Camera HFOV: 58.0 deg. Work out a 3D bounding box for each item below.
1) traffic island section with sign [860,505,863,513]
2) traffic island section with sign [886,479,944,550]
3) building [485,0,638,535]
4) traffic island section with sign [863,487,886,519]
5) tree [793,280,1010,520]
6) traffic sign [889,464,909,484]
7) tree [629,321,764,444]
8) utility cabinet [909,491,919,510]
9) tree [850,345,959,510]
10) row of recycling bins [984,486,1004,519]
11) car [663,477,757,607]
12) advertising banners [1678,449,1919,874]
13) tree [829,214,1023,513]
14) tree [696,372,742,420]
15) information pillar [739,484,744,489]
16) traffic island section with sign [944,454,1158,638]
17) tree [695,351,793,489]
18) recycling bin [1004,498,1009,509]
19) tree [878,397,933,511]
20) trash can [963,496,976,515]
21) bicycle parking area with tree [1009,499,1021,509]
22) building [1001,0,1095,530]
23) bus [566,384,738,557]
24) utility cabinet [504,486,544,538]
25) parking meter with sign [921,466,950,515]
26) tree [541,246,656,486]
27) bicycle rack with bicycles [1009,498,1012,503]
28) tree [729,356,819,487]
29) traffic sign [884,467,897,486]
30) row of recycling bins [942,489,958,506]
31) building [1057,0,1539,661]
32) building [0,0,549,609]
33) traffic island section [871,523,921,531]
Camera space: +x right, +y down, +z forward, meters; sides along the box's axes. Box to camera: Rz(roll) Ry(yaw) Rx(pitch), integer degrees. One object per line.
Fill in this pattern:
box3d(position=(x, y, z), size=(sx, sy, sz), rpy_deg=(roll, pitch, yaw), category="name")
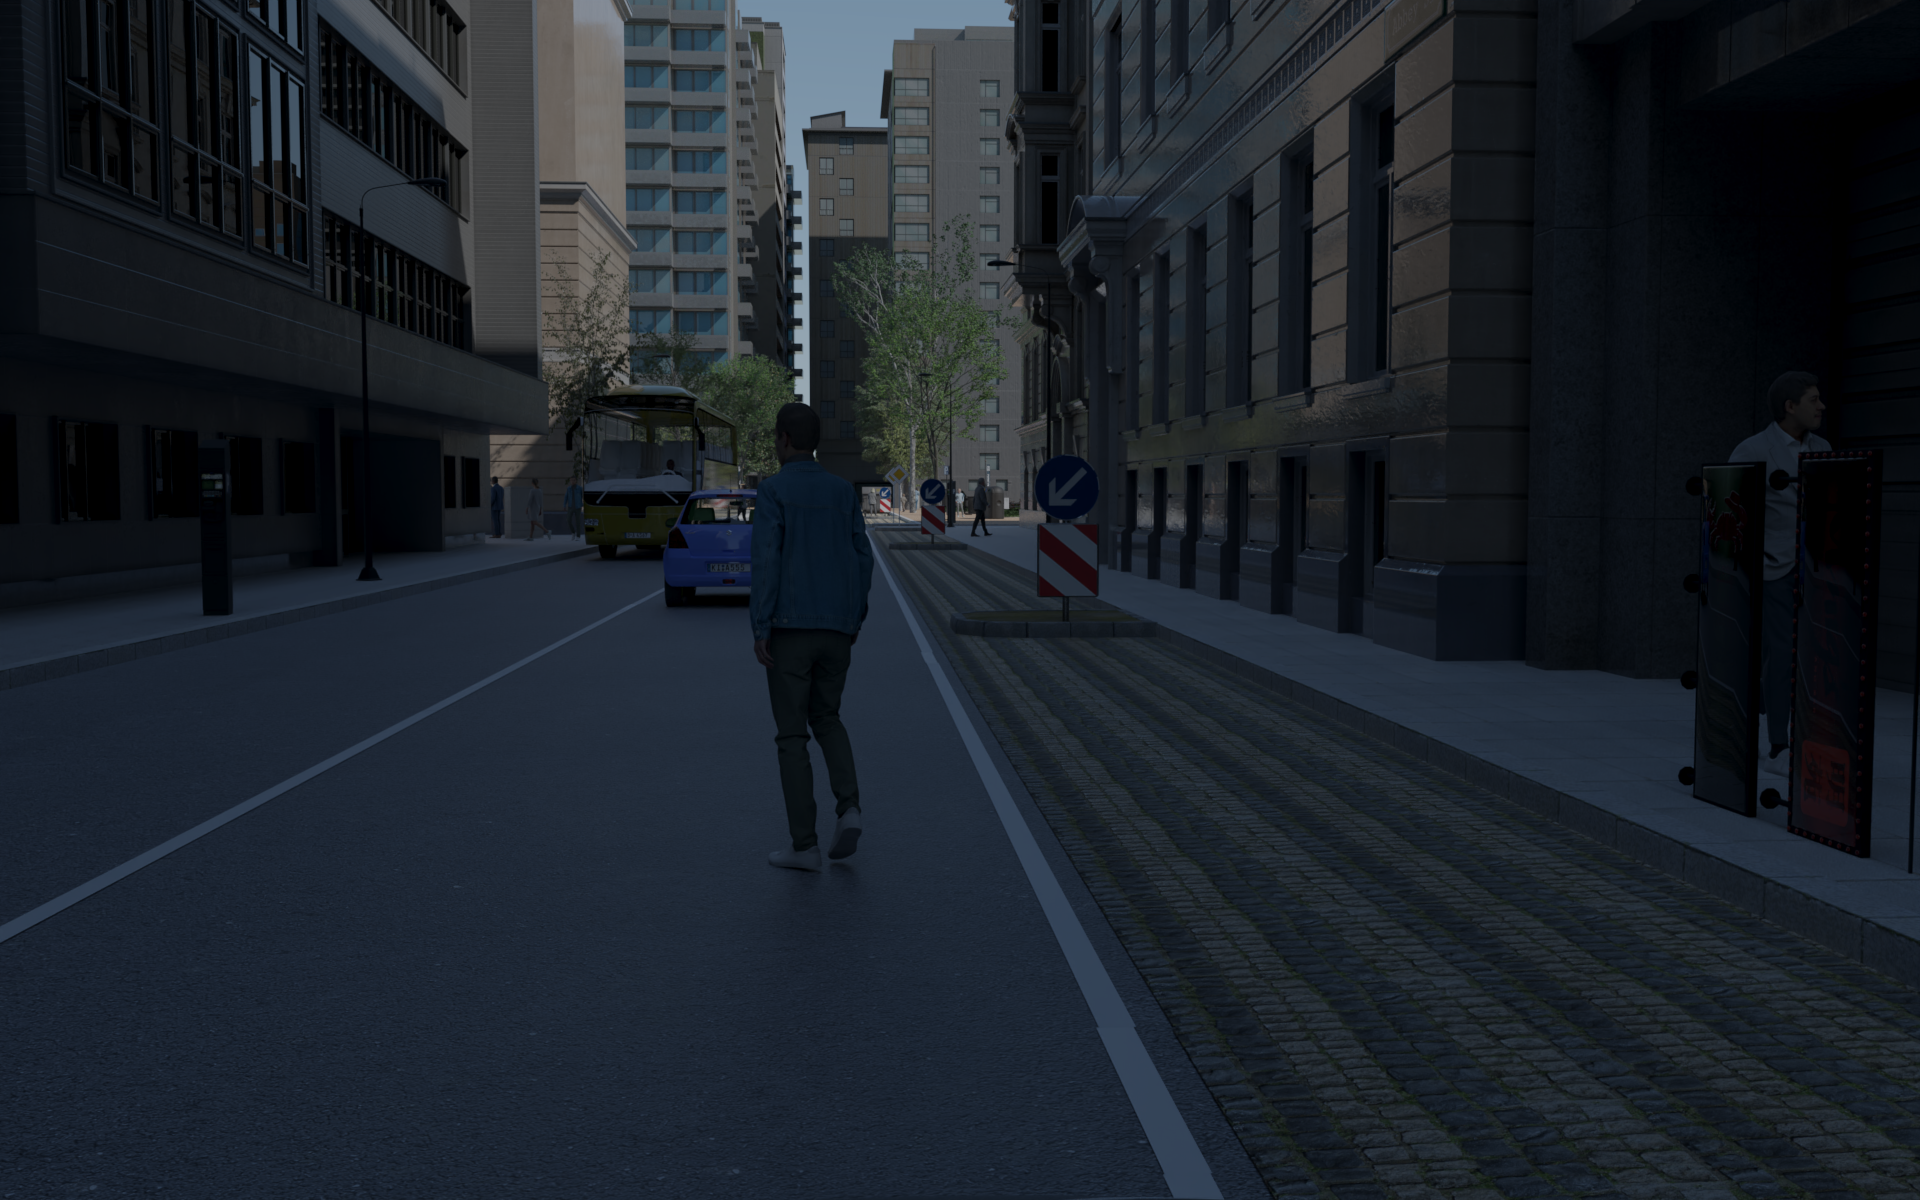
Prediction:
box3d(position=(-6.207, -7.230, 126.839), size=(1.989, 1.847, 2.006), rpy_deg=(0, 4, -4), category="traffic island section with sign")
box3d(position=(-0.849, -2.224, 44.993), size=(1.989, 1.847, 2.006), rpy_deg=(0, 4, -4), category="traffic island section with sign")
box3d(position=(-21.951, -16.734, 59.502), size=(20.117, 28.700, 13.634), rpy_deg=(0, 4, -4), category="building")
box3d(position=(-4.446, -5.585, 99.941), size=(1.989, 1.847, 2.006), rpy_deg=(0, 4, -4), category="traffic island section with sign")
box3d(position=(-1.321, -9.766, 85.432), size=(9.928, 11.665, 9.643), rpy_deg=(0, 3, 0), category="tree")
box3d(position=(-2.343, -3.985, 67.342), size=(0.795, 2.593, 0.064), rpy_deg=(0, 4, -4), category="traffic sign")
box3d(position=(-14.608, -9.684, 92.750), size=(8.767, 10.594, 7.601), rpy_deg=(-2, 4, -29), category="tree")
box3d(position=(-3.782, -8.138, 141.727), size=(0.318, 1.500, 1.173), rpy_deg=(-3, 4, -36), category="utility cabinet")
box3d(position=(-4.262, -14.222, 139.186), size=(9.857, 13.997, 8.962), rpy_deg=(0, 3, 0), category="tree")
box3d(position=(1.708, -5.080, 90.163), size=(1.069, 1.692, 3.534), rpy_deg=(0, 4, -7), category="row of recycling bins")
box3d(position=(-3.031, -0.844, 23.383), size=(1.945, 1.707, 3.694), rpy_deg=(0, 4, -5), category="car")
box3d(position=(3.174, -0.617, 6.276), size=(0.090, 3.025, 2.074), rpy_deg=(0, 4, -4), category="advertising banners")
box3d(position=(-1.943, -15.927, 116.288), size=(12.611, 20.169, 13.585), rpy_deg=(0, 3, 0), category="tree")
box3d(position=(-14.873, -9.355, 103.319), size=(4.360, 8.622, 3.978), rpy_deg=(0, 3, 0), category="tree")
box3d(position=(-16.419, -7.691, 130.237), size=(0.304, 2.012, 0.304), rpy_deg=(-2, 4, -33), category="information pillar")
box3d(position=(0.915, -0.578, 18.084), size=(1.989, 1.847, 2.006), rpy_deg=(0, 4, -4), category="traffic island section with sign")
box3d(position=(-15.847, -12.148, 124.379), size=(9.928, 11.665, 9.643), rpy_deg=(0, 3, 0), category="tree")
box3d(position=(2.841, -6.382, 116.902), size=(0.722, 1.027, 0.722), rpy_deg=(-1, 4, -22), category="recycling bin")
box3d(position=(-4.322, -11.048, 131.001), size=(4.737, 8.622, 4.395), rpy_deg=(0, 3, 0), category="tree")
box3d(position=(0.804, -6.052, 110.605), size=(0.748, 1.137, 0.748), rpy_deg=(0, 3, 0), category="trash can")
box3d(position=(6.686, -8.768, 130.367), size=(9.016, 4.147, 8.231), rpy_deg=(1, 4, 10), category="bicycle parking area with tree")
box3d(position=(8.549, -14.126, 50.051), size=(14.460, 24.649, 34.723), rpy_deg=(0, 4, -4), category="building")
box3d(position=(-7.152, -3.114, 42.456), size=(2.896, 3.916, 12.252), rpy_deg=(0, 4, -3), category="bus")
box3d(position=(-12.542, -2.514, 49.784), size=(0.318, 1.500, 1.173), rpy_deg=(3, 4, 36), category="utility cabinet")
box3d(position=(-1.523, -6.713, 106.025), size=(1.738, 3.016, 0.543), rpy_deg=(-2, 4, -30), category="parking meter with sign")
box3d(position=(-11.090, -6.140, 50.754), size=(4.360, 8.622, 3.978), rpy_deg=(0, 3, 0), category="tree")
box3d(position=(3.002, -8.202, 147.492), size=(2.852, 0.926, 2.925), rpy_deg=(-1, 4, -14), category="bicycle rack with bicycles")
box3d(position=(-16.717, -13.909, 144.425), size=(9.611, 12.733, 9.660), rpy_deg=(0, 3, 0), category="tree")
box3d(position=(-2.864, -4.472, 75.310), size=(0.795, 2.593, 0.064), rpy_deg=(0, 4, -4), category="traffic sign")
box3d(position=(-1.578, -8.076, 139.159), size=(3.534, 1.692, 1.069), rpy_deg=(3, 5, 40), category="row of recycling bins")
box3d(position=(9.222, -14.471, 22.501), size=(13.634, 28.700, 20.117), rpy_deg=(0, 4, -4), category="building")
box3d(position=(-16.702, -12.849, 29.153), size=(14.314, 24.678, 30.058), rpy_deg=(0, 4, -4), category="building")
box3d(position=(-2.841, -3.249, 75.394), size=(2.009, 0.180, 2.903), rpy_deg=(0, 4, -4), category="traffic island section")
